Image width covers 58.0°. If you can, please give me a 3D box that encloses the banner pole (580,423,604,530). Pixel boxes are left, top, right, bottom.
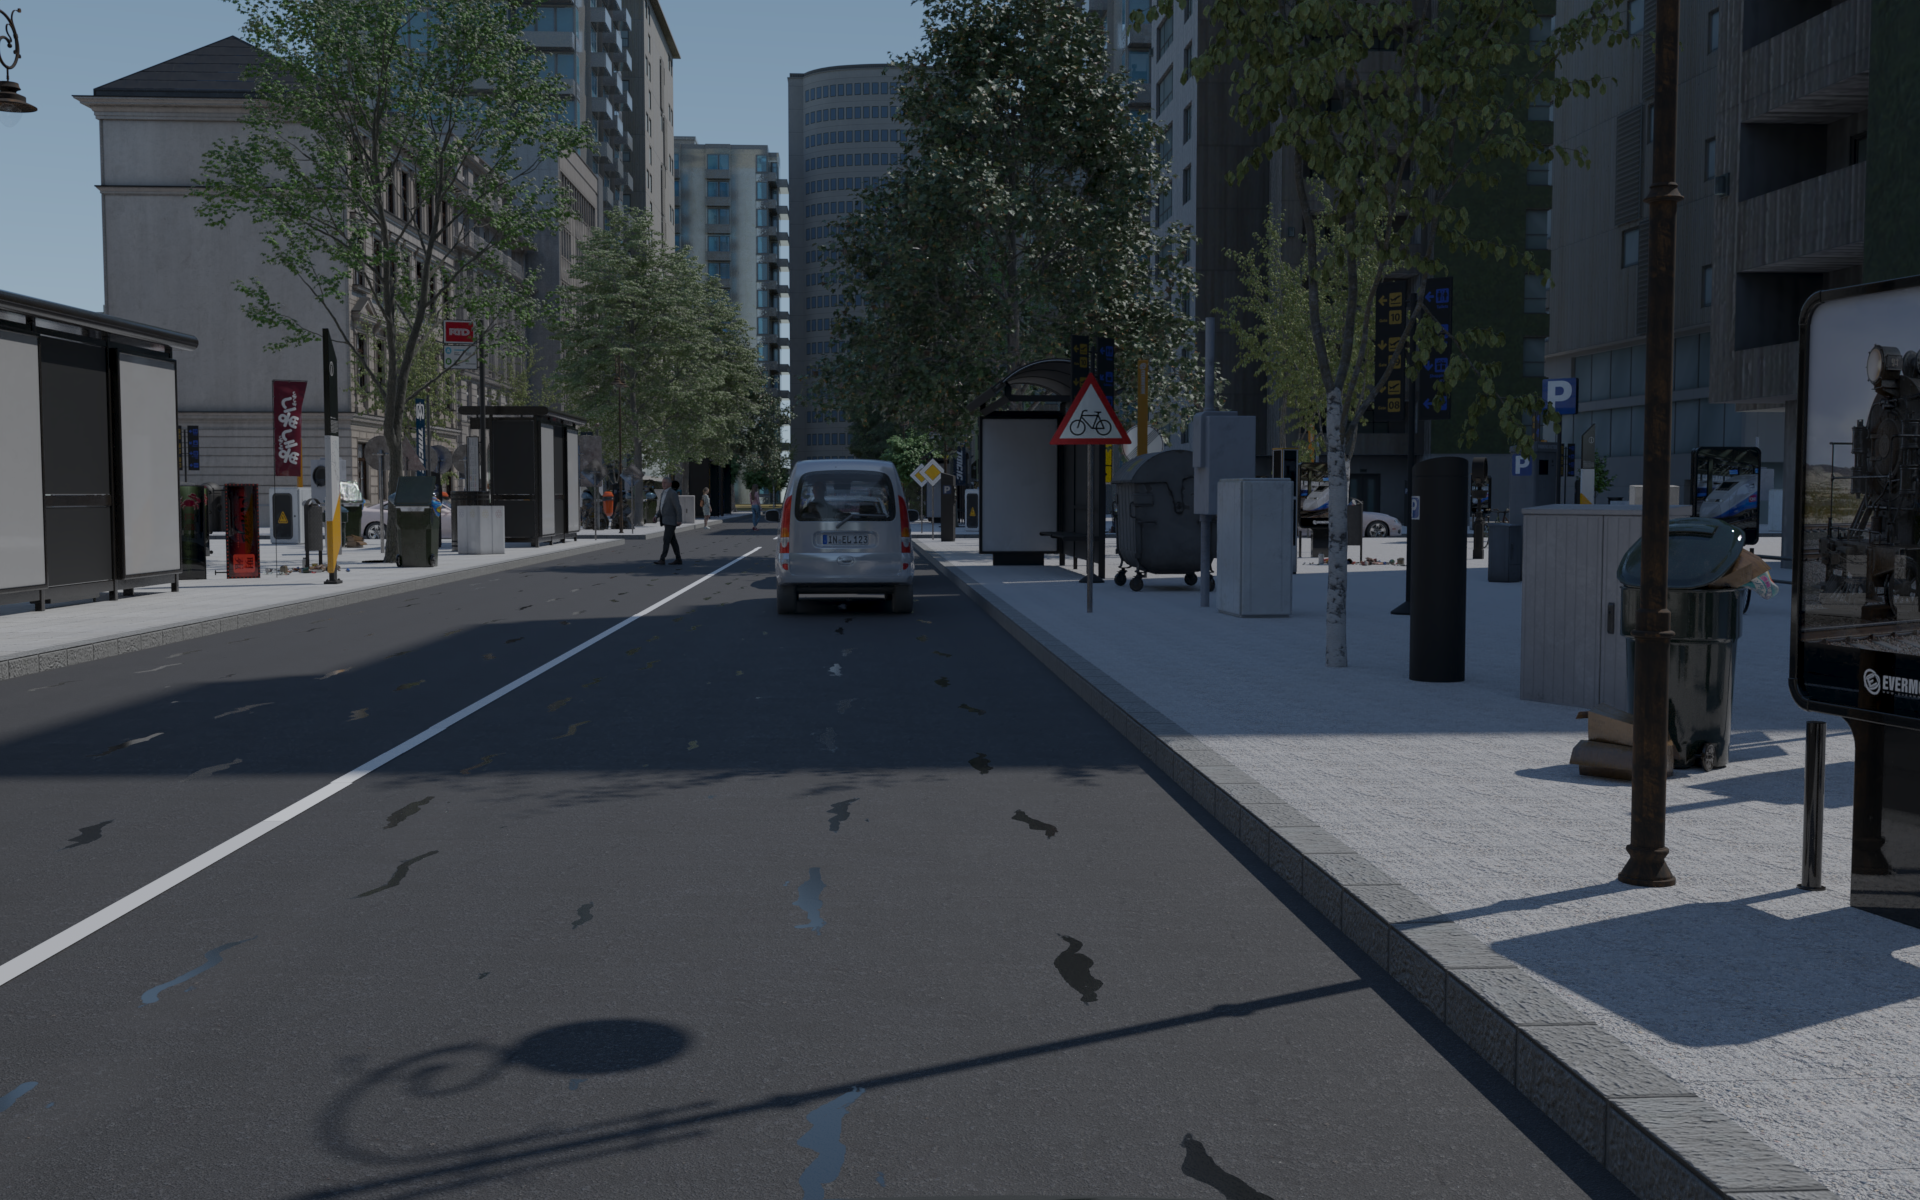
[{"bbox_3d":[-13.003,-4.350,61.140,0.863,3.779,0.401,1,4,9],"label":"banner pole"}]

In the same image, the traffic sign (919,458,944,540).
[{"bbox_3d":[-0.762,-2.742,48.478,0.795,2.450,0.064,0,4,-3],"label":"traffic sign"}]

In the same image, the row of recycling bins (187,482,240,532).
[{"bbox_3d":[-26.059,-3.178,59.068,3.534,1.692,1.069,0,4,4],"label":"row of recycling bins"}]

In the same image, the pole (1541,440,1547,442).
[{"bbox_3d":[22.113,-4.394,65.692,0.158,3.312,0.155,0,3,0],"label":"pole"}]

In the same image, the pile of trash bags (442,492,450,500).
[{"bbox_3d":[-19.221,-3.552,67.830,3.447,1.369,1.912,2,4,24],"label":"pile of trash bags"}]

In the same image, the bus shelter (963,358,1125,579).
[{"bbox_3d":[1.280,-2.117,28.539,2.014,3.302,5.546,0,4,-4],"label":"bus shelter"}]

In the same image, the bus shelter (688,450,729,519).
[{"bbox_3d":[-13.689,-6.226,93.079,1.731,3.624,6.357,0,4,-4],"label":"bus shelter"}]

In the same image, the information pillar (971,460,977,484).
[{"bbox_3d":[0.920,-7.769,118.371,0.504,3.616,0.183,0,4,1],"label":"information pillar"}]

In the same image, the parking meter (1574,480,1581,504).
[{"bbox_3d":[25.396,-4.002,71.145,0.255,1.863,0.399,1,4,10],"label":"parking meter"}]

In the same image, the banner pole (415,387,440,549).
[{"bbox_3d":[-12.413,-3.066,40.152,0.401,3.779,0.863,1,4,9],"label":"banner pole"}]

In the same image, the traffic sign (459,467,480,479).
[{"bbox_3d":[-13.669,-2.823,48.293,0.606,2.300,0.079,0,4,6],"label":"traffic sign"}]

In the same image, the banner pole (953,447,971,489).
[{"bbox_3d":[0.135,-4.332,60.840,0.863,3.779,0.401,-1,4,-19],"label":"banner pole"}]

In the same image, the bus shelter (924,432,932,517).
[{"bbox_3d":[-1.952,-7.193,95.235,2.179,5.291,8.768,0,4,-3],"label":"bus shelter"}]

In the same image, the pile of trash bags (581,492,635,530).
[{"bbox_3d":[-13.031,-3.323,64.076,1.912,1.369,3.447,-1,4,-12],"label":"pile of trash bags"}]

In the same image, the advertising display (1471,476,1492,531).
[{"bbox_3d":[18.256,-3.392,60.673,0.123,1.923,0.974,-1,4,-20],"label":"advertising display"}]

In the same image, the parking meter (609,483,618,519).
[{"bbox_3d":[-18.041,-5.169,90.232,0.255,1.863,0.399,3,4,38],"label":"parking meter"}]

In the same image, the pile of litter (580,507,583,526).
[{"bbox_3d":[-15.454,-3.427,69.989,1.176,0.858,1.719,2,4,25],"label":"pile of litter"}]

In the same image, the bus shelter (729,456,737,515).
[{"bbox_3d":[-14.639,-6.972,105.274,1.731,3.624,6.357,0,4,-3],"label":"bus shelter"}]

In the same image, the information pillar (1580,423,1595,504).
[{"bbox_3d":[20.786,-4.036,57.338,0.504,3.616,0.183,-1,4,-17],"label":"information pillar"}]

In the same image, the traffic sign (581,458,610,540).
[{"bbox_3d":[-10.090,-2.709,47.932,0.795,2.450,0.064,0,4,-3],"label":"traffic sign"}]

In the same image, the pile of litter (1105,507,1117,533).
[{"bbox_3d":[5.378,-2.630,56.965,1.176,0.858,1.719,-1,4,-9],"label":"pile of litter"}]

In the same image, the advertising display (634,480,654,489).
[{"bbox_3d":[-14.025,-4.375,76.749,0.974,1.923,0.123,-2,4,-31],"label":"advertising display"}]

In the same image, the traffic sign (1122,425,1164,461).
[{"bbox_3d":[3.343,-1.935,31.744,0.768,2.556,0.104,0,4,4],"label":"traffic sign"}]

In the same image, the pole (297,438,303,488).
[{"bbox_3d":[-24.162,-4.255,63.407,0.158,3.312,0.155,0,3,0],"label":"pole"}]

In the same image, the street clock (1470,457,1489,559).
[{"bbox_3d":[10.240,-1.810,34.158,0.358,2.002,0.471,2,4,28],"label":"street clock"}]

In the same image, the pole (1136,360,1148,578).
[{"bbox_3d":[2.786,-1.996,26.480,0.158,3.312,0.155,0,3,0],"label":"pole"}]

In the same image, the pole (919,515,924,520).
[{"bbox_3d":[-1.912,-5.641,86.073,0.158,3.312,0.155,0,3,0],"label":"pole"}]

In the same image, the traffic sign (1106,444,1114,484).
[{"bbox_3d":[2.783,-3.080,44.238,2.265,3.308,0.079,0,4,-2],"label":"traffic sign"}]

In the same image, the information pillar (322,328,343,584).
[{"bbox_3d":[-8.967,-2.041,24.726,0.183,3.616,0.504,0,4,-7],"label":"information pillar"}]

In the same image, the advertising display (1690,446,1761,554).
[{"bbox_3d":[10.413,-1.124,23.588,0.974,1.923,0.123,-1,4,-9],"label":"advertising display"}]

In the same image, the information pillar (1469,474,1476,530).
[{"bbox_3d":[18.473,-3.523,62.090,0.304,2.012,0.304,0,4,-2],"label":"information pillar"}]

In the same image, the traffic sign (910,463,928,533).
[{"bbox_3d":[-1.248,-3.230,56.448,0.795,2.450,0.064,0,4,-3],"label":"traffic sign"}]

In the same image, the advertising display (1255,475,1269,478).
[{"bbox_3d":[10.161,-3.335,59.738,0.974,1.923,0.123,2,4,26],"label":"advertising display"}]

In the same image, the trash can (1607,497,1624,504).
[{"bbox_3d":[30.350,-4.195,80.249,0.748,1.137,0.748,0,3,0],"label":"trash can"}]

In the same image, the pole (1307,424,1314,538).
[{"bbox_3d":[10.159,-3.446,50.190,0.158,3.312,0.155,0,3,0],"label":"pole"}]

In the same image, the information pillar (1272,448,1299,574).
[{"bbox_3d":[5.197,-1.420,27.707,0.304,2.012,0.304,-1,4,-21],"label":"information pillar"}]

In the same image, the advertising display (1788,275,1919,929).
[{"bbox_3d":[2.855,0.003,5.165,0.123,1.923,0.974,-1,4,-12],"label":"advertising display"}]

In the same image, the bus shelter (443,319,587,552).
[{"bbox_3d":[-10.942,-3.974,42.600,2.179,5.291,8.768,0,4,-3],"label":"bus shelter"}]

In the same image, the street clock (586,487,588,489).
[{"bbox_3d":[-20.031,-5.467,93.959,0.471,2.002,0.358,1,4,9],"label":"street clock"}]

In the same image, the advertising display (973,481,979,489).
[{"bbox_3d":[0.913,-4.983,86.684,0.123,1.923,0.974,-1,4,-22],"label":"advertising display"}]

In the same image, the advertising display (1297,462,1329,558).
[{"bbox_3d":[7.301,-1.826,35.067,0.974,1.923,0.123,-1,4,-11],"label":"advertising display"}]

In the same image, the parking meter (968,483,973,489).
[{"bbox_3d":[0.562,-5.380,93.666,0.255,1.863,0.399,-1,4,-13],"label":"parking meter"}]

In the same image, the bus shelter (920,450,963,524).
[{"bbox_3d":[-0.597,-4.892,73.912,2.014,3.302,5.546,0,4,-3],"label":"bus shelter"}]

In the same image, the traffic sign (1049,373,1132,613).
[{"bbox_3d":[1.404,-1.142,18.676,0.884,2.594,0.081,0,4,1],"label":"traffic sign"}]

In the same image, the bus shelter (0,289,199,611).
[{"bbox_3d":[-10.792,-2.486,18.280,2.179,5.291,8.768,0,4,-3],"label":"bus shelter"}]

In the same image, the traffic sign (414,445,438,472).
[{"bbox_3d":[-13.816,-2.722,44.607,0.768,2.556,0.104,0,4,5],"label":"traffic sign"}]

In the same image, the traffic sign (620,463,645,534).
[{"bbox_3d":[-10.576,-3.196,55.902,0.795,2.450,0.064,0,4,-3],"label":"traffic sign"}]

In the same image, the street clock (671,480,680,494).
[{"bbox_3d":[-15.089,-5.338,91.841,0.471,2.002,0.358,-1,4,-10],"label":"street clock"}]
